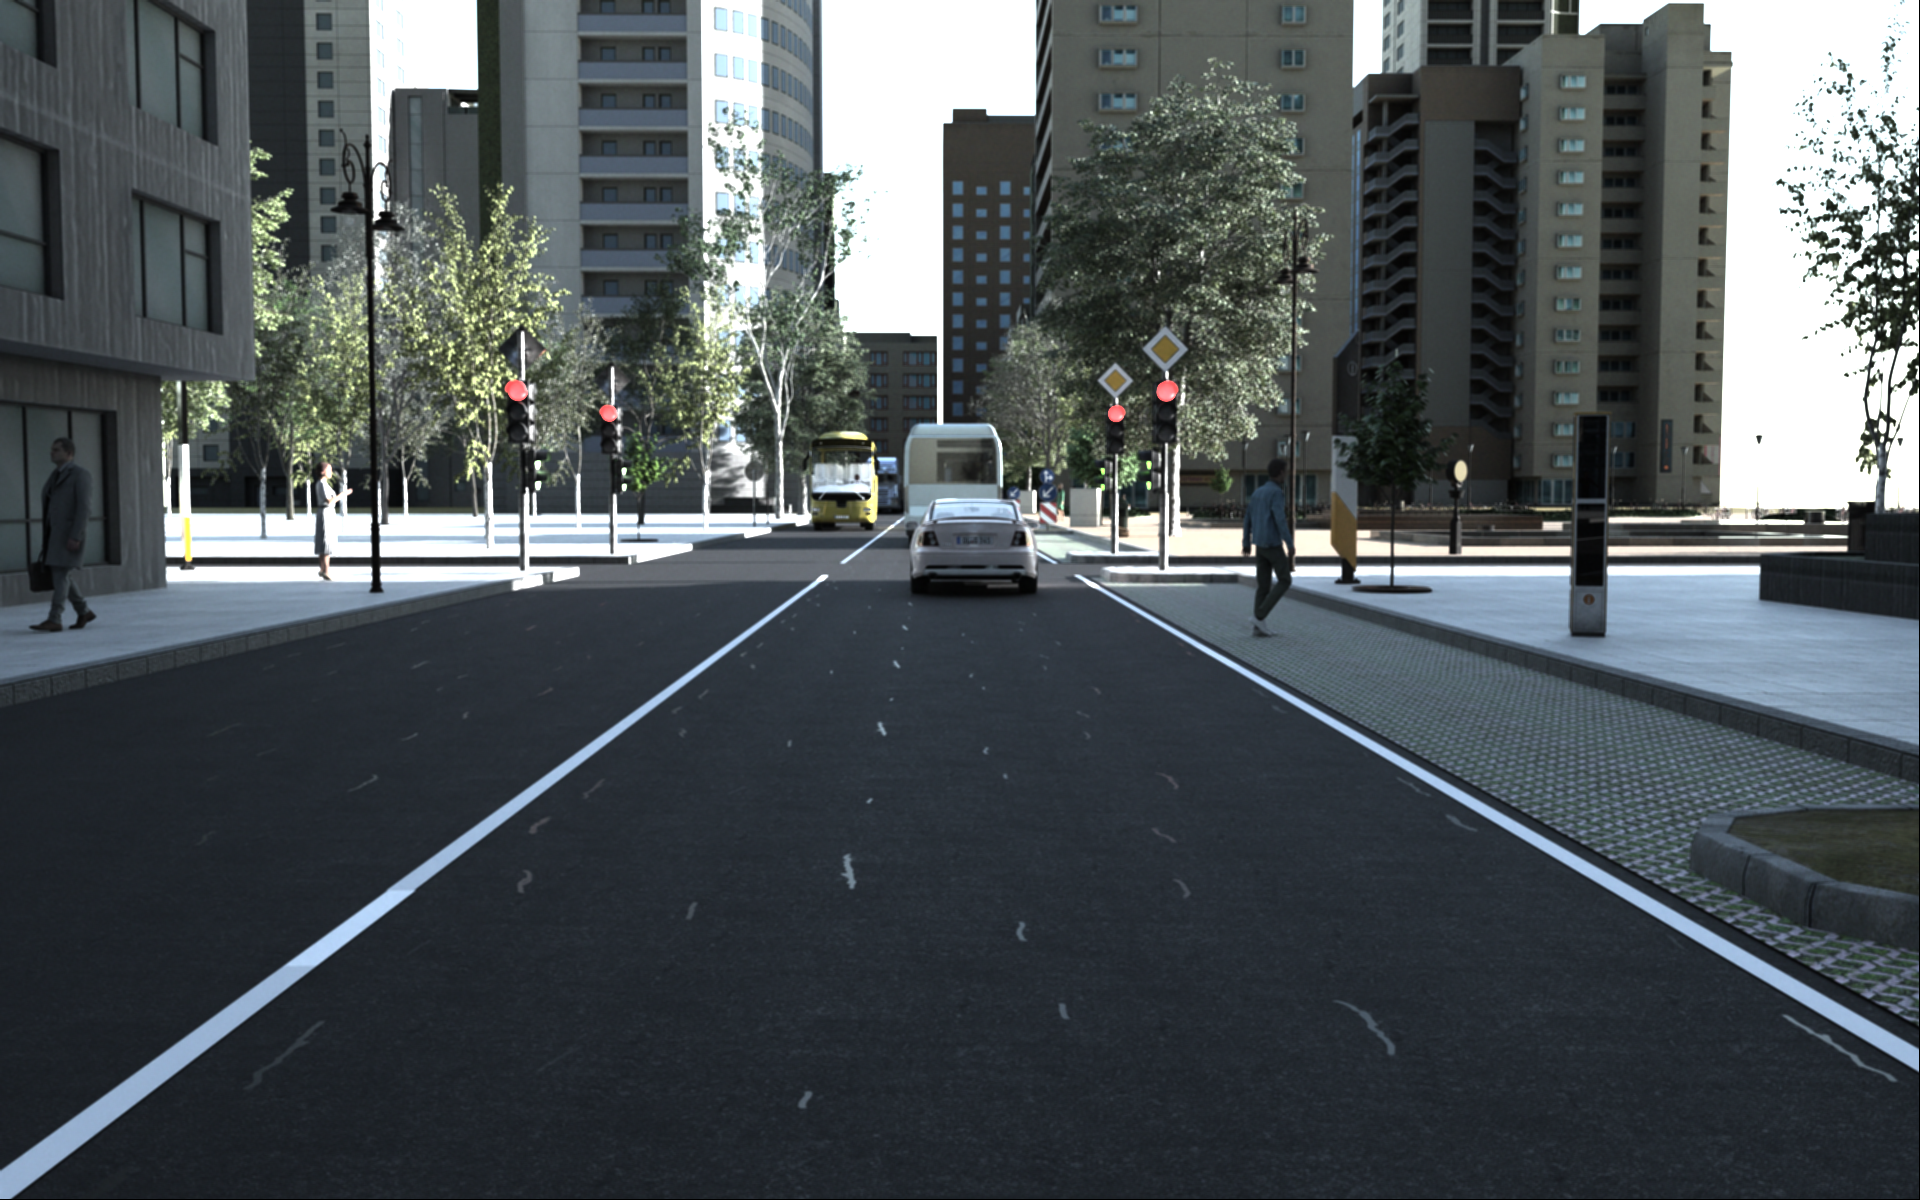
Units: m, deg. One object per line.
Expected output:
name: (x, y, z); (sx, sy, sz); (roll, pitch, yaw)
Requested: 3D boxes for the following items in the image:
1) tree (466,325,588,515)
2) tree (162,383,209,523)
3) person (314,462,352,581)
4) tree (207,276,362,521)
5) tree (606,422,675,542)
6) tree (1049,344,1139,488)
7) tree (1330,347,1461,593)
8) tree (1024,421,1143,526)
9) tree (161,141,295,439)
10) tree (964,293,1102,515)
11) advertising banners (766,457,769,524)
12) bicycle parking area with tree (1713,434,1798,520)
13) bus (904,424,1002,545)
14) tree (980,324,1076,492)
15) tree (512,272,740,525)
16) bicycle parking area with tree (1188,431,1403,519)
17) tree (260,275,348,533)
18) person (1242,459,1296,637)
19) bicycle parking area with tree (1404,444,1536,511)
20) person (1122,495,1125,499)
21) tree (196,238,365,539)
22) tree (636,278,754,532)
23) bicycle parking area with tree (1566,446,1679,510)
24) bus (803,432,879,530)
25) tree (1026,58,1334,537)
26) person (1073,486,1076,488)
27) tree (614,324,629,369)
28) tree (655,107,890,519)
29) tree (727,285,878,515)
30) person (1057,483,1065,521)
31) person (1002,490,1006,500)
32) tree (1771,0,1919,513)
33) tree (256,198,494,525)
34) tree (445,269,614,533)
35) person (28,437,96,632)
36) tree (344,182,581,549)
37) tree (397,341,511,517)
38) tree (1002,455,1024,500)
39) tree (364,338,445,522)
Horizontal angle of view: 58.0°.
tree: (-26.387, -11.004, 105.663); (9.928, 11.665, 9.643); (0, 3, 0)
tree: (-35.389, -7.729, 76.739); (4.737, 8.622, 4.395); (0, 3, 0)
person: (-9.340, -1.170, 25.746); (0.524, 1.755, 0.480); (-2, 4, -31)
tree: (-32.677, -9.664, 83.757); (9.928, 11.665, 9.643); (0, 3, 0)
tree: (-8.823, -3.196, 46.859); (1.663, 3.219, 1.824); (0, 3, 0)
tree: (5.879, -7.860, 78.873); (4.737, 8.622, 4.395); (0, 3, 0)
tree: (5.833, -1.727, 22.830); (1.663, 3.219, 1.824); (0, 3, 0)
tree: (5.672, -5.270, 69.873); (4.285, 4.588, 4.351); (0, 3, 0)
tree: (-19.402, -7.511, 40.926); (7.486, 12.596, 7.792); (0, 3, 0)
tree: (5.466, -11.901, 104.958); (12.009, 13.543, 11.850); (0, 3, 0)
advertising banners: (-8.170, -4.726, 73.462); (0.090, 3.025, 2.074); (0, 4, -5)
bicycle parking area with tree: (40.515, -5.798, 81.793); (9.016, 4.147, 8.231); (-2, 4, -35)
bus: (-0.275, -3.488, 51.893); (2.948, 3.499, 13.247); (0, 4, -1)
tree: (4.974, -12.040, 114.978); (7.486, 12.596, 7.792); (0, 3, 0)
tree: (-13.111, -8.446, 72.504); (7.601, 10.594, 8.767); (1, 4, 12)
bicycle parking area with tree: (15.949, -5.777, 81.451); (9.016, 4.147, 8.231); (1, 4, 15)
tree: (-20.213, -6.486, 56.403); (4.737, 8.622, 4.395); (0, 3, 0)
person: (3.065, -0.518, 17.309); (0.444, 1.785, 0.601); (-1, 4, -17)
bicycle parking area with tree: (28.464, -6.988, 101.260); (9.016, 4.147, 8.231); (0, 4, 4)
person: (10.481, -6.158, 111.394); (0.362, 1.253, 0.373); (1, 4, 13)
tree: (-20.219, -6.076, 49.698); (4.360, 8.622, 3.978); (0, 3, 0)
tree: (-8.846, -6.663, 59.310); (4.737, 8.622, 4.395); (0, 3, 0)
bicycle parking area with tree: (41.451, -7.187, 104.505); (8.231, 4.147, 9.016); (0, 4, -5)
bus: (-4.745, -4.914, 71.886); (2.896, 3.916, 12.252); (0, 4, -2)
tree: (6.347, -8.910, 52.340); (9.857, 13.997, 8.962); (0, 3, 0)
person: (7.803, -6.908, 118.994); (0.705, 1.823, 1.348); (1, 4, 13)
tree: (-14.418, -6.953, 64.038); (4.360, 8.622, 3.978); (0, 3, 0)
tree: (-10.637, -14.181, 87.744); (12.611, 20.169, 13.585); (0, 3, 0)
tree: (-9.582, -12.079, 104.143); (9.857, 13.997, 8.962); (0, 3, 0)
person: (4.826, -4.692, 82.998); (0.529, 1.795, 0.600); (-3, 4, -36)
person: (4.417, -10.630, 180.518); (1.217, 1.739, 0.721); (-3, 5, -45)
tree: (14.564, -4.673, 26.773); (4.737, 8.622, 4.395); (0, 3, 0)
tree: (-23.671, -9.846, 71.353); (12.009, 13.543, 11.850); (0, 3, 0)
tree: (-14.126, -6.532, 57.158); (4.360, 8.622, 3.978); (0, 3, 0)
person: (-8.451, -0.619, 16.270); (0.694, 1.812, 0.767); (2, 4, 33)
tree: (-11.206, -5.489, 40.101); (4.737, 8.622, 4.395); (0, 3, 0)
tree: (-26.810, -9.853, 95.502); (8.767, 10.594, 7.601); (-1, 4, -21)
tree: (4.562, -8.618, 124.615); (4.285, 4.588, 4.351); (0, 3, 0)
tree: (-25.600, -7.957, 80.465); (4.360, 8.622, 3.978); (0, 3, 0)
